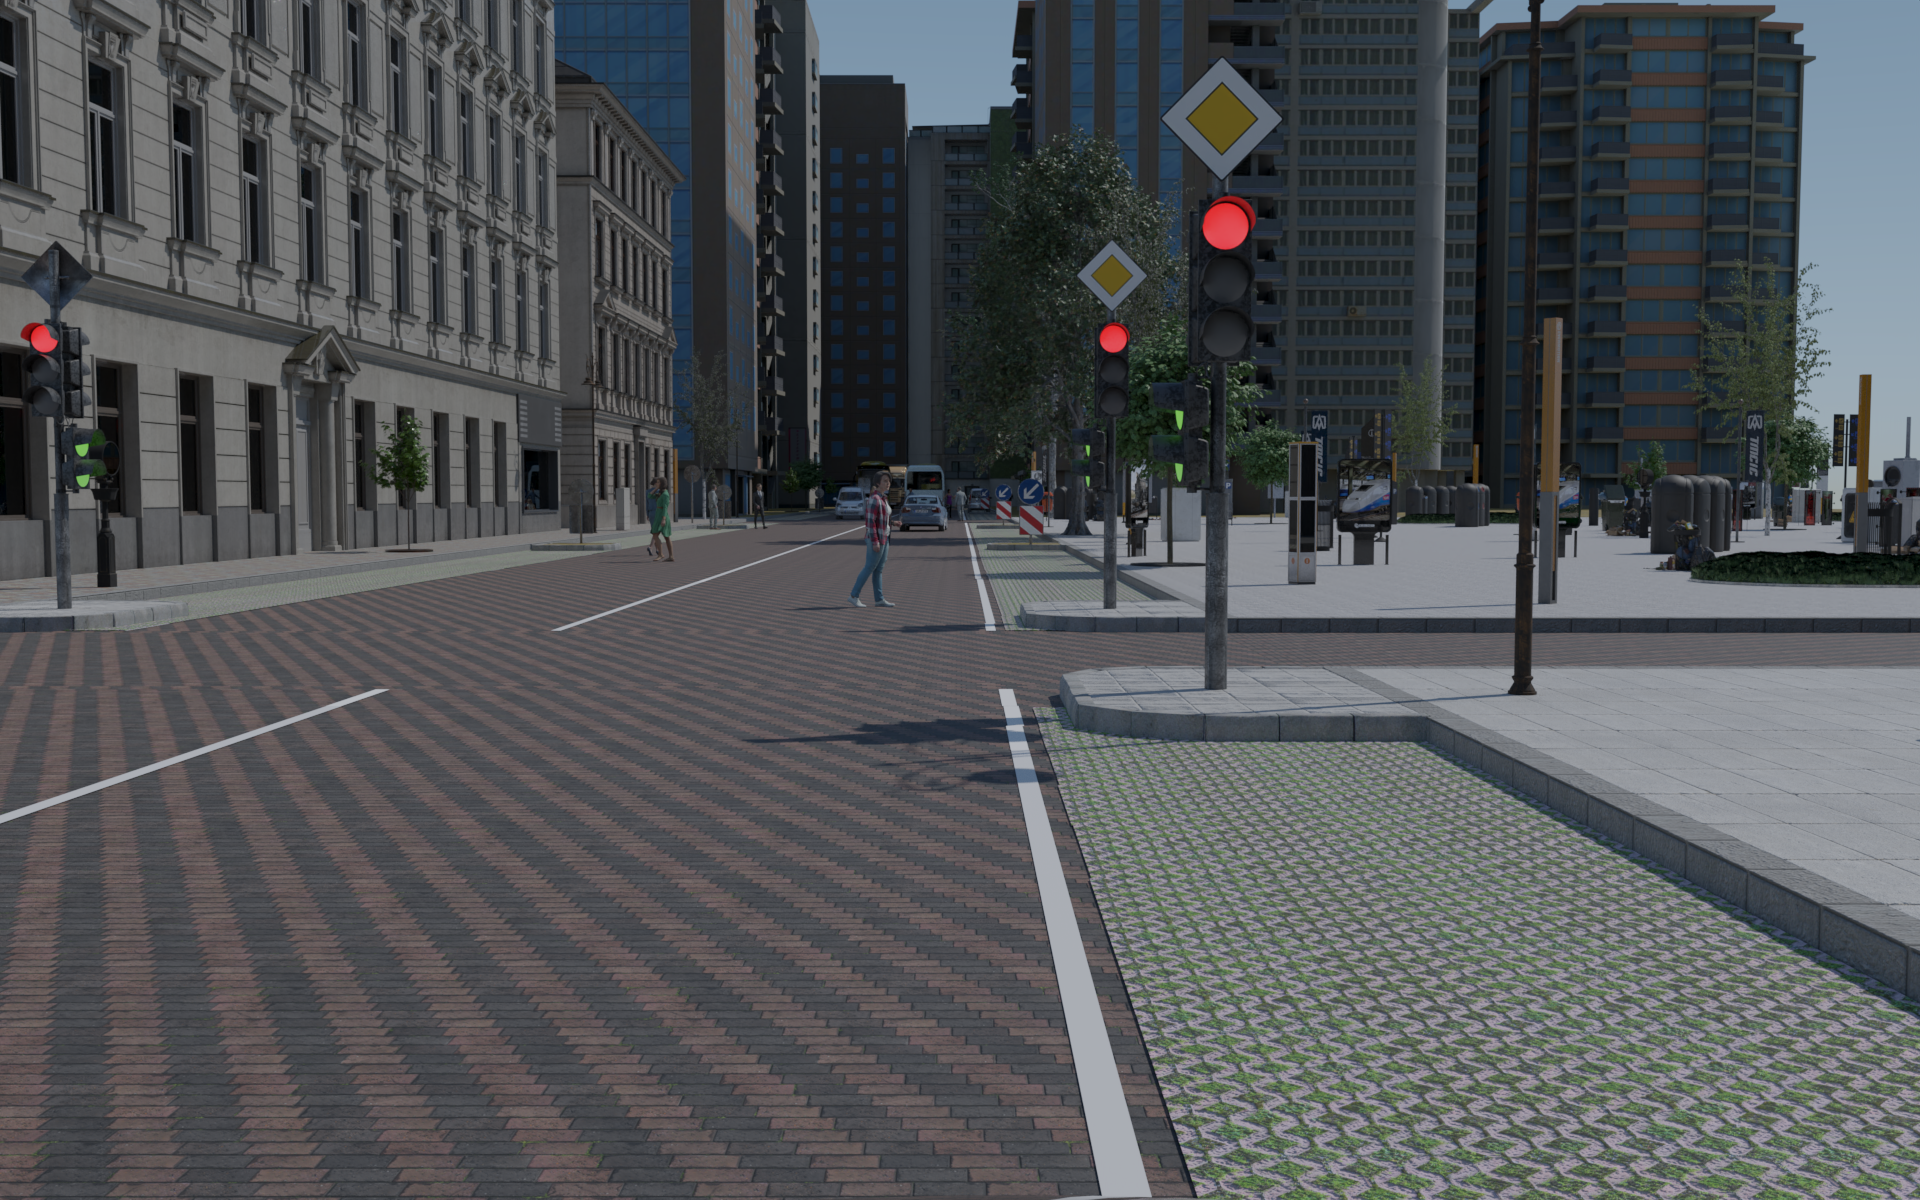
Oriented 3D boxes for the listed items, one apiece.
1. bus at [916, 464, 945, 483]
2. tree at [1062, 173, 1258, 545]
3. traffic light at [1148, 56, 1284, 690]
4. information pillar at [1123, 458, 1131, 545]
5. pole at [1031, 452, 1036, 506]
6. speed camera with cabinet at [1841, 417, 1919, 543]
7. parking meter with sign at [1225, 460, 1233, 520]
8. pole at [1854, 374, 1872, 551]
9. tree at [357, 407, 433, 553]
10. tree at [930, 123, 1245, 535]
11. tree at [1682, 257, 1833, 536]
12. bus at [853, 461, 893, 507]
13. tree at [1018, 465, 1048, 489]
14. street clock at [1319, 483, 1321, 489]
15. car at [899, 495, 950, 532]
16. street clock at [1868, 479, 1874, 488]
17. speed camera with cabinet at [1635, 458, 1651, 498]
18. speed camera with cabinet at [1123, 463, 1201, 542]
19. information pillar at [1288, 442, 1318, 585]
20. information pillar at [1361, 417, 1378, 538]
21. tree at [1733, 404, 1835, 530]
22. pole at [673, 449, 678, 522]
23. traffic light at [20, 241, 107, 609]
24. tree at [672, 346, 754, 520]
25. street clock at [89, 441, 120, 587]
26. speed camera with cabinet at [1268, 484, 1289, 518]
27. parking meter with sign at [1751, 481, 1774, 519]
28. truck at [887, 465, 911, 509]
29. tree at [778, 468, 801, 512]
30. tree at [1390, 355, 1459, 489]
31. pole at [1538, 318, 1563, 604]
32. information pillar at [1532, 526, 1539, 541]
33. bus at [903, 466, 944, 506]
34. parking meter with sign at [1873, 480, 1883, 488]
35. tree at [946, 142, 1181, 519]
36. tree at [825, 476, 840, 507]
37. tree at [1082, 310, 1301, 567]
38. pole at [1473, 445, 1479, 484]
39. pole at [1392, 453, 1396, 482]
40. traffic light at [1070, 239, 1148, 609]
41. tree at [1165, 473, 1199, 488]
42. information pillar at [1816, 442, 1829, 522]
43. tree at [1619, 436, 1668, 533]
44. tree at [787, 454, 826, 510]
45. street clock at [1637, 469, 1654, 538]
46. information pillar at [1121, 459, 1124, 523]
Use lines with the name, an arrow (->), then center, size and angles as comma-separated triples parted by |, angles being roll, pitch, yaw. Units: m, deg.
bus -> -2.692, -9.020, 139.022 | 2.896, 3.916, 12.252 | 0, 4, 0
tree -> 4.513, -5.507, 40.407 | 4.360, 8.622, 3.978 | 0, 3, 0
traffic light -> 1.666, -1.369, 11.296 | 0.839, 4.253, 0.868 | 0, 3, 0
information pillar -> 4.425, -3.210, 43.843 | 0.183, 3.616, 0.504 | -2, 4, -27
pole -> 3.545, -5.477, 83.385 | 0.158, 3.312, 0.155 | 0, 3, 0
speed camera with cabinet -> 23.921, -3.100, 45.023 | 0.660, 3.252, 2.038 | -1, 4, -15
parking meter with sign -> 13.444, -5.571, 87.345 | 0.543, 3.016, 1.738 | 0, 4, -2
pole -> 15.415, -2.186, 29.581 | 0.158, 3.312, 0.155 | 0, 3, 0
tree -> -12.224, -2.683, 38.476 | 1.663, 3.219, 1.824 | 0, 3, 0
tree -> 3.766, -8.377, 53.964 | 9.611, 12.733, 9.660 | 0, 3, 0
tree -> 24.618, -6.275, 52.963 | 4.737, 8.622, 4.395 | 0, 3, 0
bus -> -6.583, -8.641, 132.833 | 2.896, 3.916, 12.252 | 0, 4, -2
tree -> 4.266, -6.501, 100.894 | 1.663, 3.219, 1.824 | 0, 3, 0
street clock -> 17.886, -5.039, 86.963 | 0.471, 2.002, 0.358 | 1, 4, 19
car -> -1.418, -3.400, 67.597 | 2.014, 1.417, 4.499 | 0, 4, 1
street clock -> 44.339, -4.893, 84.577 | 0.471, 2.002, 0.358 | 3, 5, 44
speed camera with cabinet -> 37.589, -6.080, 93.748 | 0.660, 3.252, 2.038 | -2, 4, -33
speed camera with cabinet -> 5.458, -3.209, 46.796 | 2.038, 3.252, 0.660 | -1, 4, -9
information pillar -> 4.863, -1.228, 24.577 | 0.304, 2.012, 0.304 | -1, 4, -18
information pillar -> 11.999, -3.634, 50.770 | 0.504, 3.616, 0.183 | 2, 4, 34
tree -> 29.654, -4.787, 61.974 | 4.285, 4.588, 4.351 | 0, 3, 0
pole -> -12.867, -5.165, 78.294 | 0.158, 3.312, 0.155 | 0, 3, 0
traffic light -> -10.001, -1.855, 19.258 | 0.839, 4.253, 0.868 | 0, 3, 0
tree -> -12.648, -8.360, 87.049 | 4.360, 8.622, 3.978 | 0, 3, 0
street clock -> -11.758, -1.178, 23.823 | 0.358, 2.002, 0.471 | 0, 4, 2
speed camera with cabinet -> 17.771, -6.107, 94.185 | 2.038, 3.252, 0.660 | -1, 4, -19
parking meter with sign -> 41.177, -5.708, 89.583 | 1.738, 3.016, 0.543 | 3, 4, 39
truck -> -6.076, -10.868, 166.604 | 2.839, 4.237, 11.283 | 0, 4, 2
tree -> -12.281, -7.973, 124.962 | 1.663, 3.219, 1.824 | 0, 3, 0
tree -> 24.303, -8.665, 92.041 | 4.737, 8.622, 4.395 | 0, 3, 0
pole -> 6.880, -1.611, 20.183 | 0.158, 3.312, 0.155 | 0, 3, 0
information pillar -> 15.560, -2.602, 47.033 | 0.304, 2.012, 0.304 | 2, 4, 32
bus -> -2.457, -7.538, 118.109 | 2.948, 3.499, 13.247 | 0, 4, -1
parking meter with sign -> 48.859, -5.850, 91.905 | 1.738, 3.016, 0.543 | 2, 4, 33
tree -> 5.620, -14.414, 91.550 | 12.611, 20.169, 13.585 | 0, 3, 0
tree -> -12.932, -10.821, 171.530 | 1.663, 3.219, 1.824 | 0, 3, 0
tree -> 3.867, -2.894, 31.039 | 4.285, 4.588, 4.351 | 0, 3, 0
pole -> 21.282, -4.750, 71.513 | 0.158, 3.312, 0.155 | 0, 3, 0
pole -> 21.479, -5.618, 85.692 | 0.158, 3.312, 0.155 | 0, 3, 0
traffic light -> 1.661, -1.857, 19.281 | 0.839, 4.253, 0.868 | 0, 3, 0
tree -> 9.670, -4.860, 74.056 | 1.663, 3.219, 1.824 | 0, 3, 0
information pillar -> 38.936, -5.310, 78.178 | 0.504, 3.616, 0.183 | 1, 4, 14
tree -> 22.844, -3.816, 56.996 | 1.663, 3.219, 1.824 | 0, 3, 0
tree -> -12.501, -9.641, 141.351 | 4.285, 4.588, 4.351 | 0, 3, 0
street clock -> 19.889, -2.798, 50.310 | 0.358, 2.002, 0.471 | -1, 4, -19
information pillar -> 7.261, -5.218, 76.667 | 0.183, 3.616, 0.504 | 0, 4, 3
